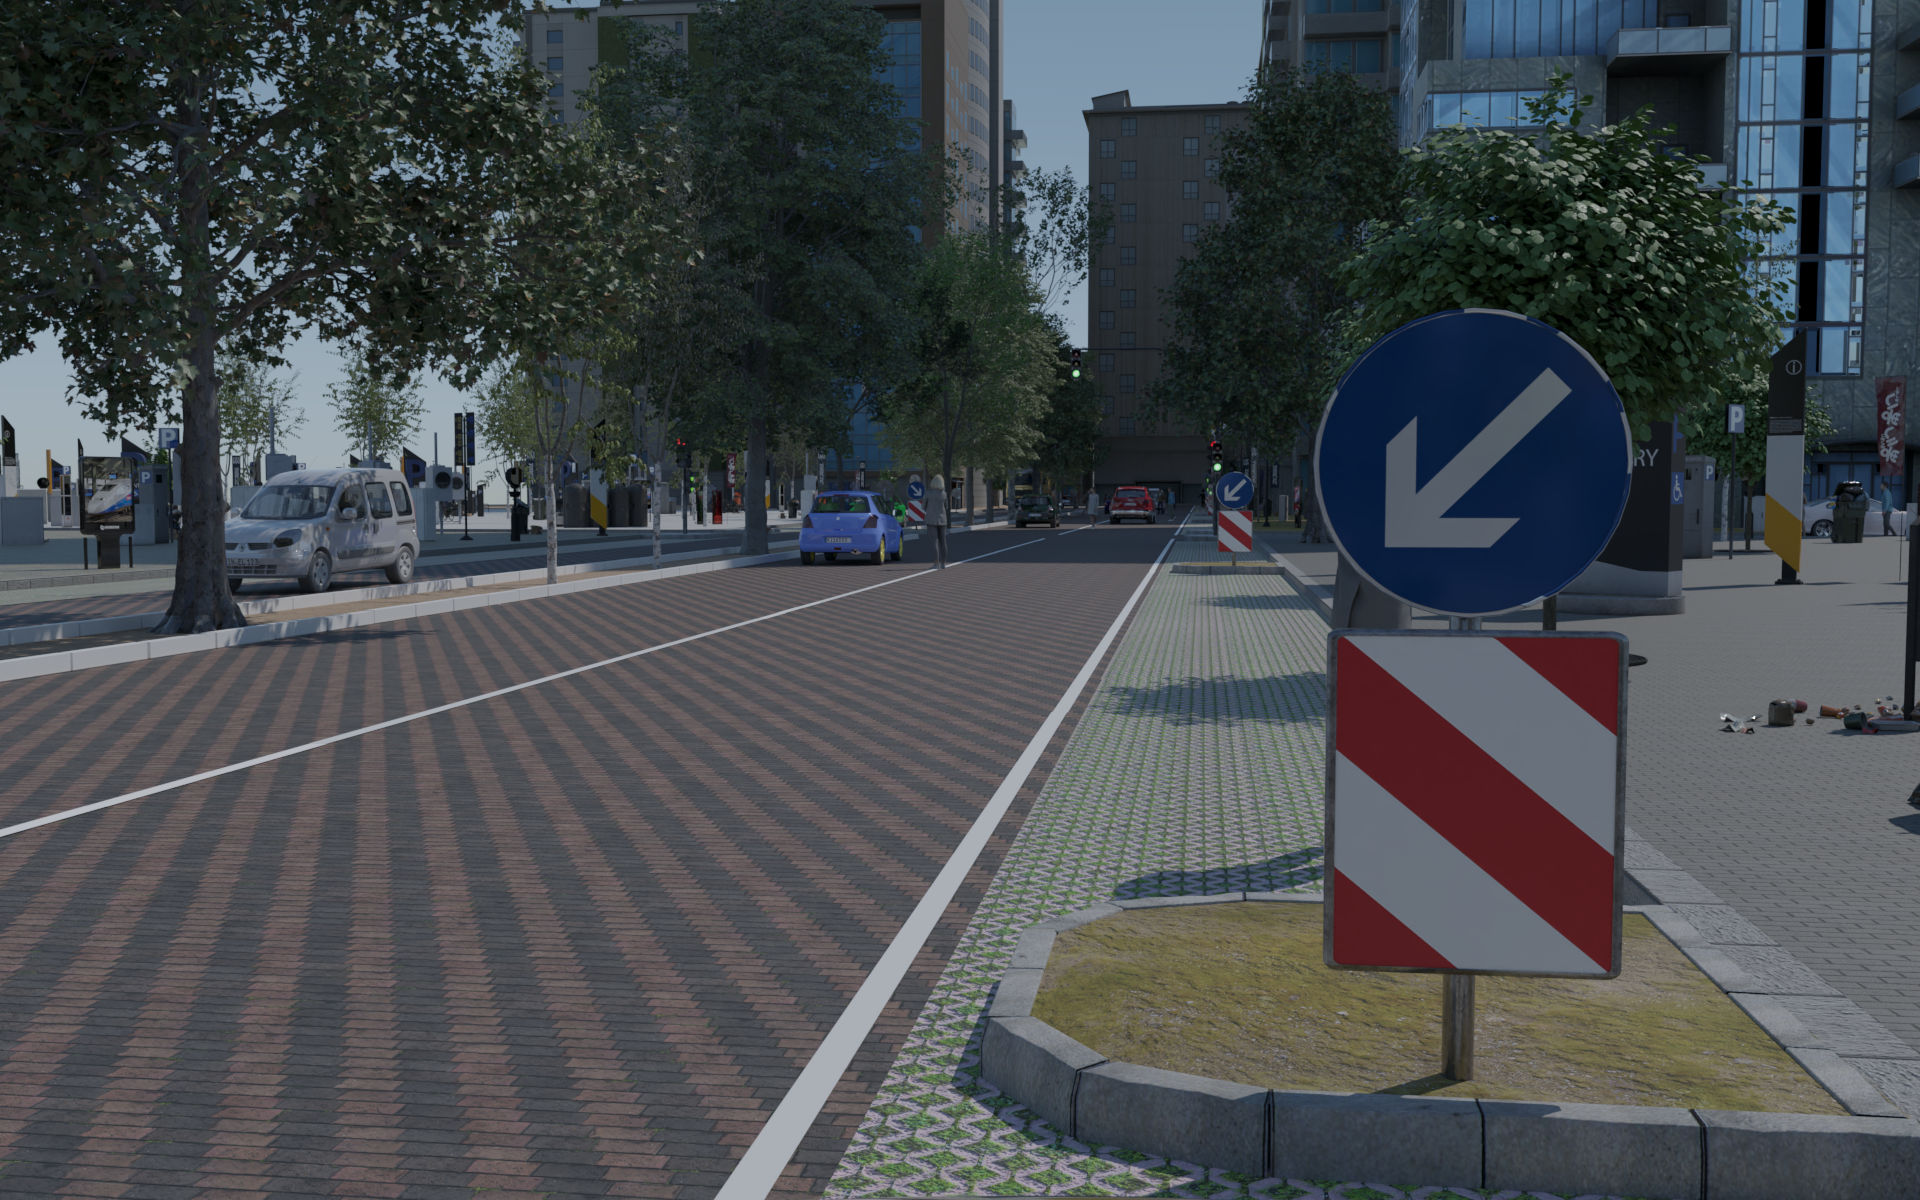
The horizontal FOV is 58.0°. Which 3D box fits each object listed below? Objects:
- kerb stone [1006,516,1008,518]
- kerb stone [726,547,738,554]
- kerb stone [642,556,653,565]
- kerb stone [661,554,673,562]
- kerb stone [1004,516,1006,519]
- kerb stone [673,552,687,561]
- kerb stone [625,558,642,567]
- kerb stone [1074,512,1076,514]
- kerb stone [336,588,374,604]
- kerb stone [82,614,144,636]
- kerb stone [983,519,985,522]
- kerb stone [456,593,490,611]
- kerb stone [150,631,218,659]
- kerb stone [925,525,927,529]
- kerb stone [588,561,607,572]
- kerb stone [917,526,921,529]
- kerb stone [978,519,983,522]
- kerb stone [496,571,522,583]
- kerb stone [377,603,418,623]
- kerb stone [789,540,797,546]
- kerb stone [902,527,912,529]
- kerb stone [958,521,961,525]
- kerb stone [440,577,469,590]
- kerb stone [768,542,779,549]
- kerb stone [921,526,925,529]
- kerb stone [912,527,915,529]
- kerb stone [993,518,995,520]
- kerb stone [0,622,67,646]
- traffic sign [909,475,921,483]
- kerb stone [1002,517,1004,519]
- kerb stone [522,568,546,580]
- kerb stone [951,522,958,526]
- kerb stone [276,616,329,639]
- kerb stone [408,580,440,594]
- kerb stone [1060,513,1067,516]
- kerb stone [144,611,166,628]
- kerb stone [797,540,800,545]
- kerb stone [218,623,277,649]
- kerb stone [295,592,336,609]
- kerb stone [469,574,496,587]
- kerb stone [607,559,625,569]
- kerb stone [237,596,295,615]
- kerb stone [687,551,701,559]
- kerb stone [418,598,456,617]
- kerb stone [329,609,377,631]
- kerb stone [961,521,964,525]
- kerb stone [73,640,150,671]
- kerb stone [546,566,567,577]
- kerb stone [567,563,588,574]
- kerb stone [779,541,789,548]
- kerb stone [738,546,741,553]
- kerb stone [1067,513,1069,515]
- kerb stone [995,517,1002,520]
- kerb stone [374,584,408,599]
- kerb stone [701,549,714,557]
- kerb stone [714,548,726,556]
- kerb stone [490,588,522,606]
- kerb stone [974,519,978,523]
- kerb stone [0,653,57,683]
[{"bbox_3d":[2.486,-4.673,98.593,0.120,0.150,1.000,0,4,8],"label":"kerb stone"},{"bbox_3d":[-5.541,-1.164,41.240,0.120,0.150,1.000,0,4,8],"label":"kerb stone"},{"bbox_3d":[-6.393,-0.787,35.153,0.120,0.150,1.000,0,4,8],"label":"kerb stone"},{"bbox_3d":[-6.248,-0.853,36.165,0.120,0.150,1.000,0,4,8],"label":"kerb stone"},{"bbox_3d":[2.349,-4.607,97.571,0.120,0.150,1.000,0,4,8],"label":"kerb stone"},{"bbox_3d":[-6.113,-0.917,37.181,0.120,0.150,1.000,0,4,8],"label":"kerb stone"},{"bbox_3d":[-6.537,-0.730,34.137,0.120,0.150,1.000,0,4,8],"label":"kerb stone"},{"bbox_3d":[7.840,-6.079,121.596,0.120,0.150,1.000,0,4,8],"label":"kerb stone"},{"bbox_3d":[-8.099,-0.046,22.951,0.120,0.150,1.000,0,4,8],"label":"kerb stone"},{"bbox_3d":[-8.807,0.268,17.867,0.120,0.150,1.000,0,4,8],"label":"kerb stone"},{"bbox_3d":[1.066,-4.051,88.424,0.120,0.150,1.000,0,4,8],"label":"kerb stone"},{"bbox_3d":[-6.159,0.034,21.633,0.120,0.150,1.000,0,4,8],"label":"kerb stone"},{"bbox_3d":[-7.016,0.410,15.530,0.120,0.150,1.000,0,4,8],"label":"kerb stone"},{"bbox_3d":[-1.486,-2.932,70.187,0.120,0.150,1.000,0,4,8],"label":"kerb stone"},{"bbox_3d":[-6.822,-0.605,32.086,0.120,0.150,1.000,0,4,8],"label":"kerb stone"},{"bbox_3d":[-1.771,-2.808,68.158,0.120,0.150,1.000,0,4,8],"label":"kerb stone"},{"bbox_3d":[0.926,-3.987,87.411,0.120,0.150,1.000,0,4,8],"label":"kerb stone"},{"bbox_3d":[-7.389,-0.357,28.028,0.120,0.150,1.000,0,4,8],"label":"kerb stone"},{"bbox_3d":[-6.448,0.158,19.608,0.120,0.150,1.000,0,4,8],"label":"kerb stone"},{"bbox_3d":[-4.686,-1.537,47.328,0.120,0.150,1.000,0,4,8],"label":"kerb stone"},{"bbox_3d":[-2.052,-2.686,66.106,0.120,0.150,1.000,0,4,8],"label":"kerb stone"},{"bbox_3d":[-0.207,-3.493,79.303,0.120,0.150,1.000,0,4,8],"label":"kerb stone"},{"bbox_3d":[-7.674,-0.232,25.990,0.120,0.150,1.000,0,4,8],"label":"kerb stone"},{"bbox_3d":[-4.974,-1.413,45.297,0.120,0.150,1.000,0,4,8],"label":"kerb stone"},{"bbox_3d":[-1.625,-2.873,69.172,0.120,0.150,1.000,0,4,8],"label":"kerb stone"},{"bbox_3d":[-1.913,-2.747,67.135,0.120,0.150,1.000,0,4,8],"label":"kerb stone"},{"bbox_3d":[1.636,-4.297,92.476,0.120,0.150,1.000,0,4,8],"label":"kerb stone"},{"bbox_3d":[-8.951,0.327,16.853,0.120,0.150,1.000,0,4,8],"label":"kerb stone"},{"bbox_3d":[-2.941,-6.881,112.616,0.768,2.556,0.104,1,4,15],"label":"traffic sign"},{"bbox_3d":[2.199,-4.547,96.546,0.120,0.150,1.000,0,4,8],"label":"kerb stone"},{"bbox_3d":[-7.239,-0.419,29.046,0.120,0.150,1.000,0,4,8],"label":"kerb stone"},{"bbox_3d":[-0.351,-3.428,78.289,0.120,0.150,1.000,0,4,8],"label":"kerb stone"},{"bbox_3d":[-6.732,0.283,17.571,0.120,0.150,1.000,0,4,8],"label":"kerb stone"},{"bbox_3d":[-7.815,-0.170,24.978,0.120,0.150,1.000,0,4,8],"label":"kerb stone"},{"bbox_3d":[6.837,-5.645,114.493,0.120,0.150,1.000,0,4,8],"label":"kerb stone"},{"bbox_3d":[-8.667,0.202,18.886,0.120,0.150,1.000,0,4,8],"label":"kerb stone"},{"bbox_3d":[-4.542,-1.598,48.344,0.120,0.150,1.000,0,4,8],"label":"kerb stone"},{"bbox_3d":[-6.870,0.346,16.546,0.120,0.150,1.000,0,4,8],"label":"kerb stone"},{"bbox_3d":[-8.239,0.016,21.939,0.120,0.150,1.000,0,4,8],"label":"kerb stone"},{"bbox_3d":[-7.533,-0.294,27.002,0.120,0.150,1.000,0,4,8],"label":"kerb stone"},{"bbox_3d":[-6.671,-0.665,33.116,0.120,0.150,1.000,0,4,8],"label":"kerb stone"},{"bbox_3d":[-8.380,0.079,20.927,0.120,0.150,1.000,0,4,8],"label":"kerb stone"},{"bbox_3d":[-5.966,-0.976,38.199,0.120,0.150,1.000,0,4,8],"label":"kerb stone"},{"bbox_3d":[-6.304,0.098,20.622,0.120,0.150,1.000,0,4,8],"label":"kerb stone"},{"bbox_3d":[-6.584,0.227,18.591,0.120,0.150,1.000,0,4,8],"label":"kerb stone"},{"bbox_3d":[-0.061,-3.546,80.317,0.120,0.150,1.000,0,4,8],"label":"kerb stone"},{"bbox_3d":[-7.160,0.471,14.497,0.120,0.150,1.000,0,4,8],"label":"kerb stone"},{"bbox_3d":[-7.100,-0.481,30.058,0.120,0.150,1.000,0,4,8],"label":"kerb stone"},{"bbox_3d":[-6.955,-0.543,31.070,0.120,0.150,1.000,0,4,8],"label":"kerb stone"},{"bbox_3d":[-4.826,-1.475,46.310,0.120,0.150,1.000,0,4,8],"label":"kerb stone"},{"bbox_3d":[-5.391,-1.219,42.252,0.120,0.150,1.000,0,4,8],"label":"kerb stone"},{"bbox_3d":[6.977,-5.707,115.505,0.120,0.150,1.000,0,4,8],"label":"kerb stone"},{"bbox_3d":[2.069,-4.485,95.532,0.120,0.150,1.000,0,4,8],"label":"kerb stone"},{"bbox_3d":[-7.954,-0.106,23.963,0.120,0.150,1.000,0,4,8],"label":"kerb stone"},{"bbox_3d":[-5.821,-1.041,39.213,0.120,0.150,1.000,0,4,8],"label":"kerb stone"},{"bbox_3d":[-5.679,-1.103,40.228,0.120,0.150,1.000,0,4,8],"label":"kerb stone"},{"bbox_3d":[-6.018,-0.023,22.654,0.120,0.150,1.000,0,4,8],"label":"kerb stone"},{"bbox_3d":[0.643,-3.861,85.386,0.120,0.150,1.000,0,4,8],"label":"kerb stone"},{"bbox_3d":[-7.304,0.533,13.485,0.120,0.150,1.000,0,4,8],"label":"kerb stone"}]
